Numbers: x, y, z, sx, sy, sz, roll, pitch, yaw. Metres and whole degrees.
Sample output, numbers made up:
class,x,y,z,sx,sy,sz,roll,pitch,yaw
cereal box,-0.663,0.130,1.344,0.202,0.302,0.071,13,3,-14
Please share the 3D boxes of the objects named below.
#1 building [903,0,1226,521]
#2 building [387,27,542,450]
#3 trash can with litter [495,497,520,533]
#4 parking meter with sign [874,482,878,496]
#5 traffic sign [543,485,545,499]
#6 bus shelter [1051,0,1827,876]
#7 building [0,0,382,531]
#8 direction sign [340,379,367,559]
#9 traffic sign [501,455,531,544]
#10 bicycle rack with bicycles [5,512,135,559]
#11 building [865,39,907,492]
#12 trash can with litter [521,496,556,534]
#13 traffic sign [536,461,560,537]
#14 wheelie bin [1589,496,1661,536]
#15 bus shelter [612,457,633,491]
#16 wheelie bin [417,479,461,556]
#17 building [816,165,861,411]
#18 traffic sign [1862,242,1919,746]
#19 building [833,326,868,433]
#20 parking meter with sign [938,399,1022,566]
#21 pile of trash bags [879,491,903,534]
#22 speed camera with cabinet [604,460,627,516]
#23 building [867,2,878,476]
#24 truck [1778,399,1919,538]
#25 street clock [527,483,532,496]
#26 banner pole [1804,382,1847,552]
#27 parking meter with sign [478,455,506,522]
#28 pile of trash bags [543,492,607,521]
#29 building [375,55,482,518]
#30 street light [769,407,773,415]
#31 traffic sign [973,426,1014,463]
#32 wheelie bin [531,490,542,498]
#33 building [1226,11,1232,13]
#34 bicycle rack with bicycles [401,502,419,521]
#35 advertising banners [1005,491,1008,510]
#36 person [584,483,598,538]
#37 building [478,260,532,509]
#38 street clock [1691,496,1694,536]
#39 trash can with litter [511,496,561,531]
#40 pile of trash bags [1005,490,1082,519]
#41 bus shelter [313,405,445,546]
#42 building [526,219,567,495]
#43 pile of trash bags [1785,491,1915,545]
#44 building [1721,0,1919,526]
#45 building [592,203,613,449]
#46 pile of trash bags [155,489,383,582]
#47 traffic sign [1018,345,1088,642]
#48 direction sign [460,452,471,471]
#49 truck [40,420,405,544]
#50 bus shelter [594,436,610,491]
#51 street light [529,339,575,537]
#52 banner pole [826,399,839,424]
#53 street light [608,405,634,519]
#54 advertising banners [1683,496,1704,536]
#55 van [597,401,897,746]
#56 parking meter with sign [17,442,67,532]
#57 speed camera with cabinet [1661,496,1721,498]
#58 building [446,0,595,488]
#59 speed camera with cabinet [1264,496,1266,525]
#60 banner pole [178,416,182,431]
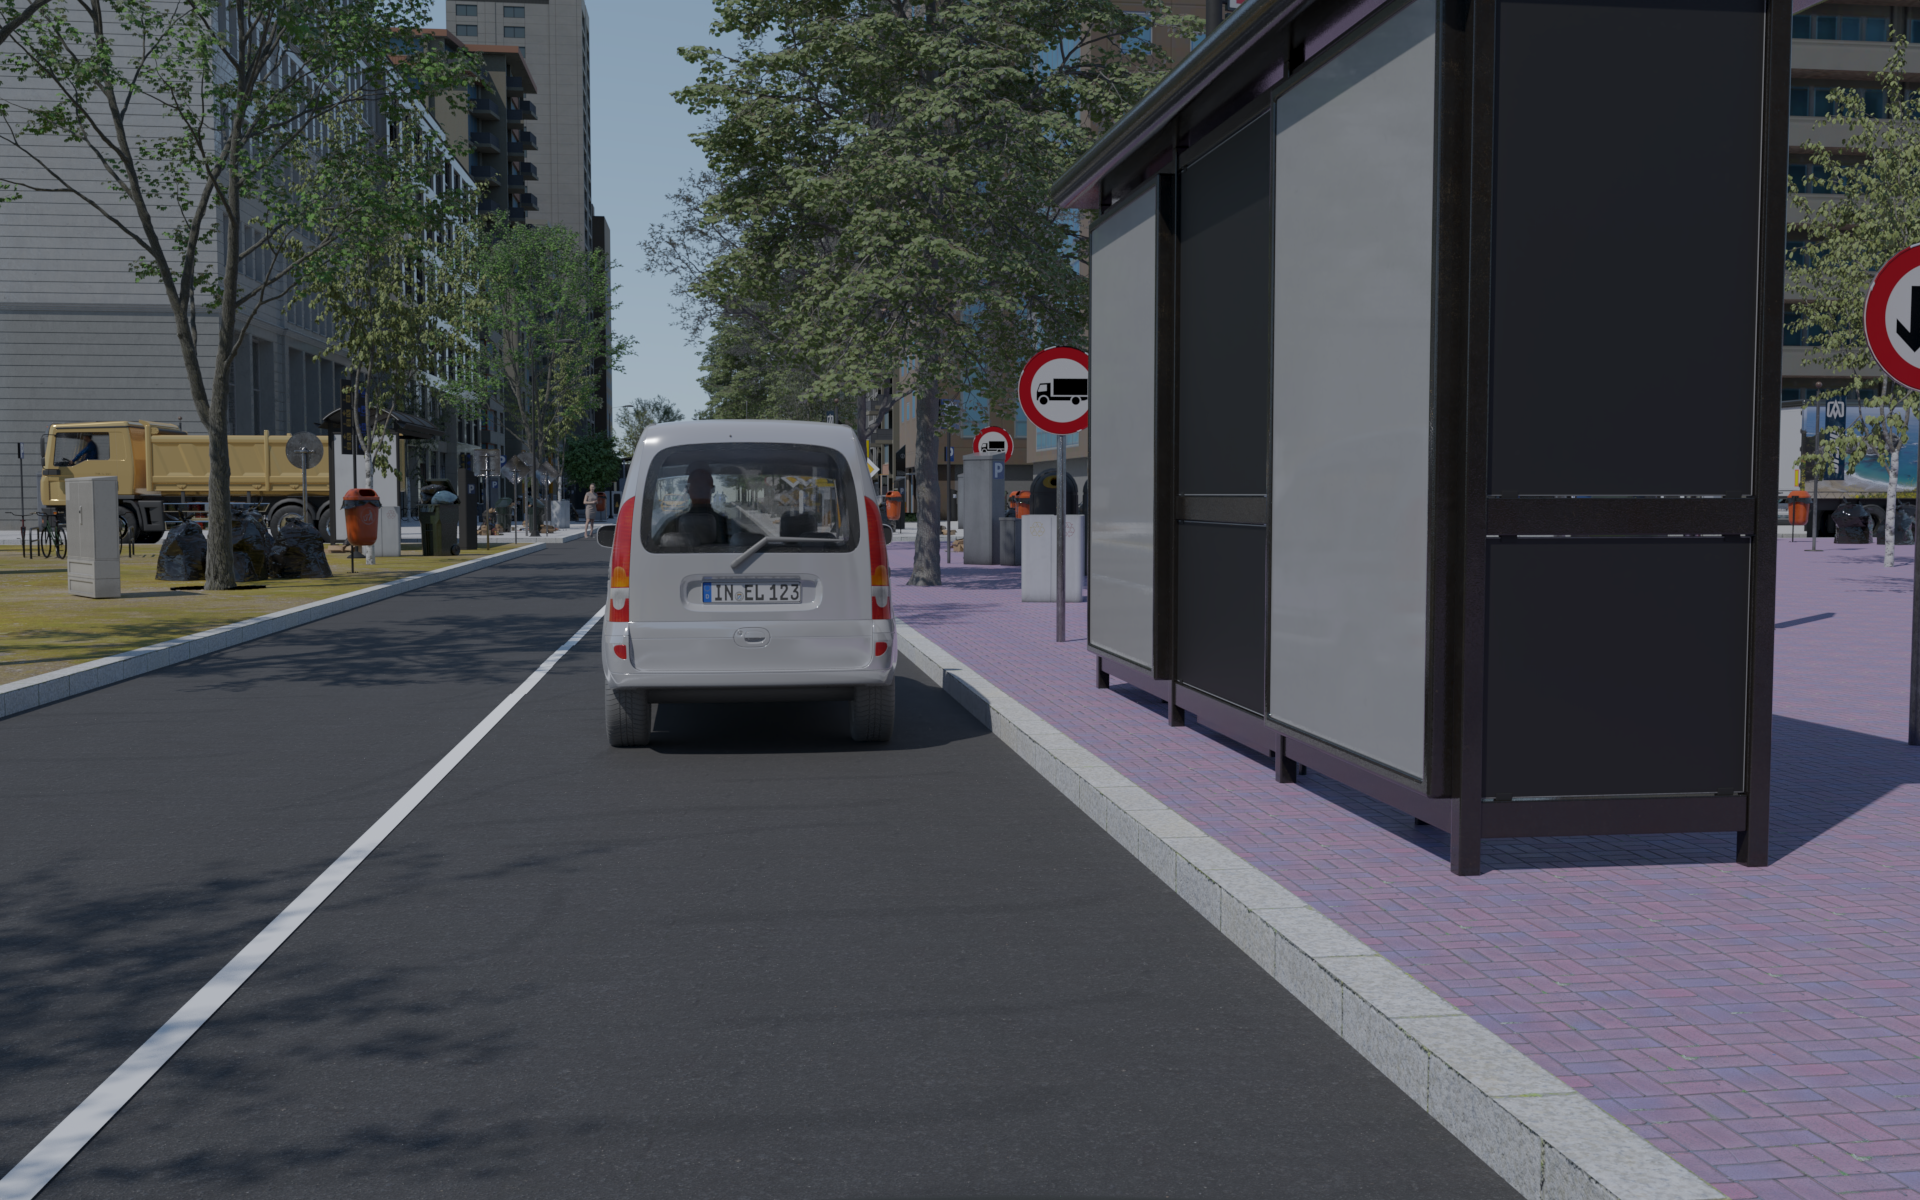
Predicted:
class,x,y,z,sx,sy,sz,roll,pitch,yaw
building,4.443,-26.860,89.272,14.600,45.320,14.200,0,4,-8
building,-52.314,-31.276,165.979,22.147,44.769,28.867,0,4,-8
trash can with litter,-15.156,-2.813,57.383,0.624,1.170,1.055,0,4,7
parking meter with sign,-5.146,-7.069,111.839,1.738,3.016,0.543,1,4,13
traffic sign,-21.686,-5.523,90.300,0.884,2.594,0.081,0,3,0
bus shelter,1.883,-1.978,9.980,2.179,5.291,8.768,0,4,-8
building,-33.490,-18.164,74.470,11.434,29.767,29.804,0,4,-8
direction sign,-12.060,-2.601,34.519,0.379,3.537,0.876,1,4,13
traffic sign,-11.351,-2.483,44.236,0.795,2.450,0.064,0,4,-8
bicycle rack with bicycles,-17.919,-1.327,35.086,2.852,0.926,2.925,-1,4,-22
building,2.574,-30.858,159.155,22.147,44.769,28.867,0,4,-8
trash can with litter,-13.612,-2.755,56.436,1.055,1.170,0.624,2,4,29
traffic sign,-12.445,-2.967,52.146,0.795,2.450,0.064,0,4,-8
wheelie bin,8.235,-0.833,21.536,0.693,1.594,0.980,-2,4,-25
bus shelter,-21.025,-7.254,109.887,1.731,3.624,6.357,0,4,-8
wheelie bin,-10.793,-1.712,35.907,0.980,1.594,0.693,2,4,28
building,-9.607,-38.271,249.431,21.300,48.544,21.600,0,4,-8
traffic sign,4.894,-0.530,8.779,0.768,2.556,0.104,0,4,-4
building,-10.238,-28.102,231.175,14.160,30.474,14.107,0,4,-8
parking meter with sign,0.430,-2.149,31.390,1.738,3.016,0.543,3,5,39
pile of trash bags,-2.849,-2.899,57.148,1.912,1.369,3.447,-2,4,-31
speed camera with cabinet,-19.762,-6.491,100.456,0.660,3.252,2.038,2,4,28
building,-0.907,-45.538,182.796,20.563,71.187,20.611,0,4,-8
truck,30.257,-3.921,53.017,11.283,4.237,2.839,0,4,-7
street clock,-26.621,-6.276,107.176,0.471,2.002,0.358,-3,5,-44
banner pole,19.384,-2.979,38.730,0.863,3.779,0.401,0,4,2
parking meter with sign,-21.207,-5.019,78.324,1.738,3.016,0.543,3,5,43
pile of trash bags,-18.687,-4.488,83.130,3.447,1.369,1.912,-1,4,-8
building,-41.542,-18.420,105.682,19.350,26.468,34.151,0,4,-8
street light,-10.201,-7.150,89.441,1.470,5.913,1.316,0,4,-8
traffic sign,0.617,-1.980,32.474,0.768,2.556,0.104,0,4,-1
wheelie bin,-27.792,-6.472,113.732,0.980,1.594,0.693,3,4,36
building,10.964,-25.807,72.049,14.200,45.320,14.600,0,4,-8
bicycle rack with bicycles,-25.334,-4.242,82.743,2.925,0.926,2.852,-3,5,-41
advertising banners,1.480,-4.295,66.418,0.090,3.025,2.074,1,4,21
person,-12.003,-2.909,56.401,0.374,1.781,0.599,3,5,44
building,-49.796,-17.914,137.933,27.650,21.520,28.899,0,4,-8
street clock,16.700,-2.135,39.474,0.471,2.002,0.358,1,4,11
trash can with litter,-14.913,-3.018,60.394,2.233,1.210,1.678,0,4,-7
pile of trash bags,2.974,-2.882,56.875,3.447,1.369,1.912,3,5,41
bus shelter,-13.790,-2.912,41.529,2.014,3.302,5.546,0,4,-8
building,-65.500,-32.778,227.794,32.217,40.220,23.993,0,4,-8
pile of trash bags,23.227,-2.165,45.145,1.912,1.369,3.447,-3,4,-37
building,39.872,-27.872,79.409,21.600,48.544,21.300,0,4,-8
building,-61.629,-37.881,269.472,14.600,45.320,14.200,0,4,-8
pile of trash bags,-10.453,-1.040,26.758,1.912,1.369,3.447,2,4,34
traffic sign,0.876,-0.908,14.957,0.768,2.556,0.104,0,4,-3
direction sign,-26.819,-6.240,94.025,0.379,3.537,0.876,1,4,19
truck,-20.263,-3.114,46.843,9.791,3.379,3.469,0,4,-8
bus shelter,-24.462,-8.676,119.490,2.179,5.291,8.768,0,4,-8
street light,-12.239,-4.859,51.991,1.470,5.913,1.316,0,4,-8
banner pole,-3.348,-3.407,45.721,0.401,3.779,0.863,-2,4,-29
street light,-17.672,-7.197,90.219,1.470,5.913,1.316,0,4,-8
advertising banners,16.035,-2.536,37.644,0.090,3.025,2.074,3,4,38
van,-1.386,-0.262,11.300,2.013,2.044,4.112,0,4,-8
parking meter with sign,-30.889,-3.821,58.732,1.738,3.016,0.543,-1,4,-18
speed camera with cabinet,26.592,-4.201,63.014,0.660,3.252,2.038,-3,4,-37
building,-61.596,-49.661,250.216,20.563,71.187,20.611,0,4,-8
speed camera with cabinet,7.970,-3.071,44.554,2.038,3.252,0.660,-3,4,-38
banner pole,-25.049,-4.015,55.668,0.401,3.779,0.863,-1,4,-17
